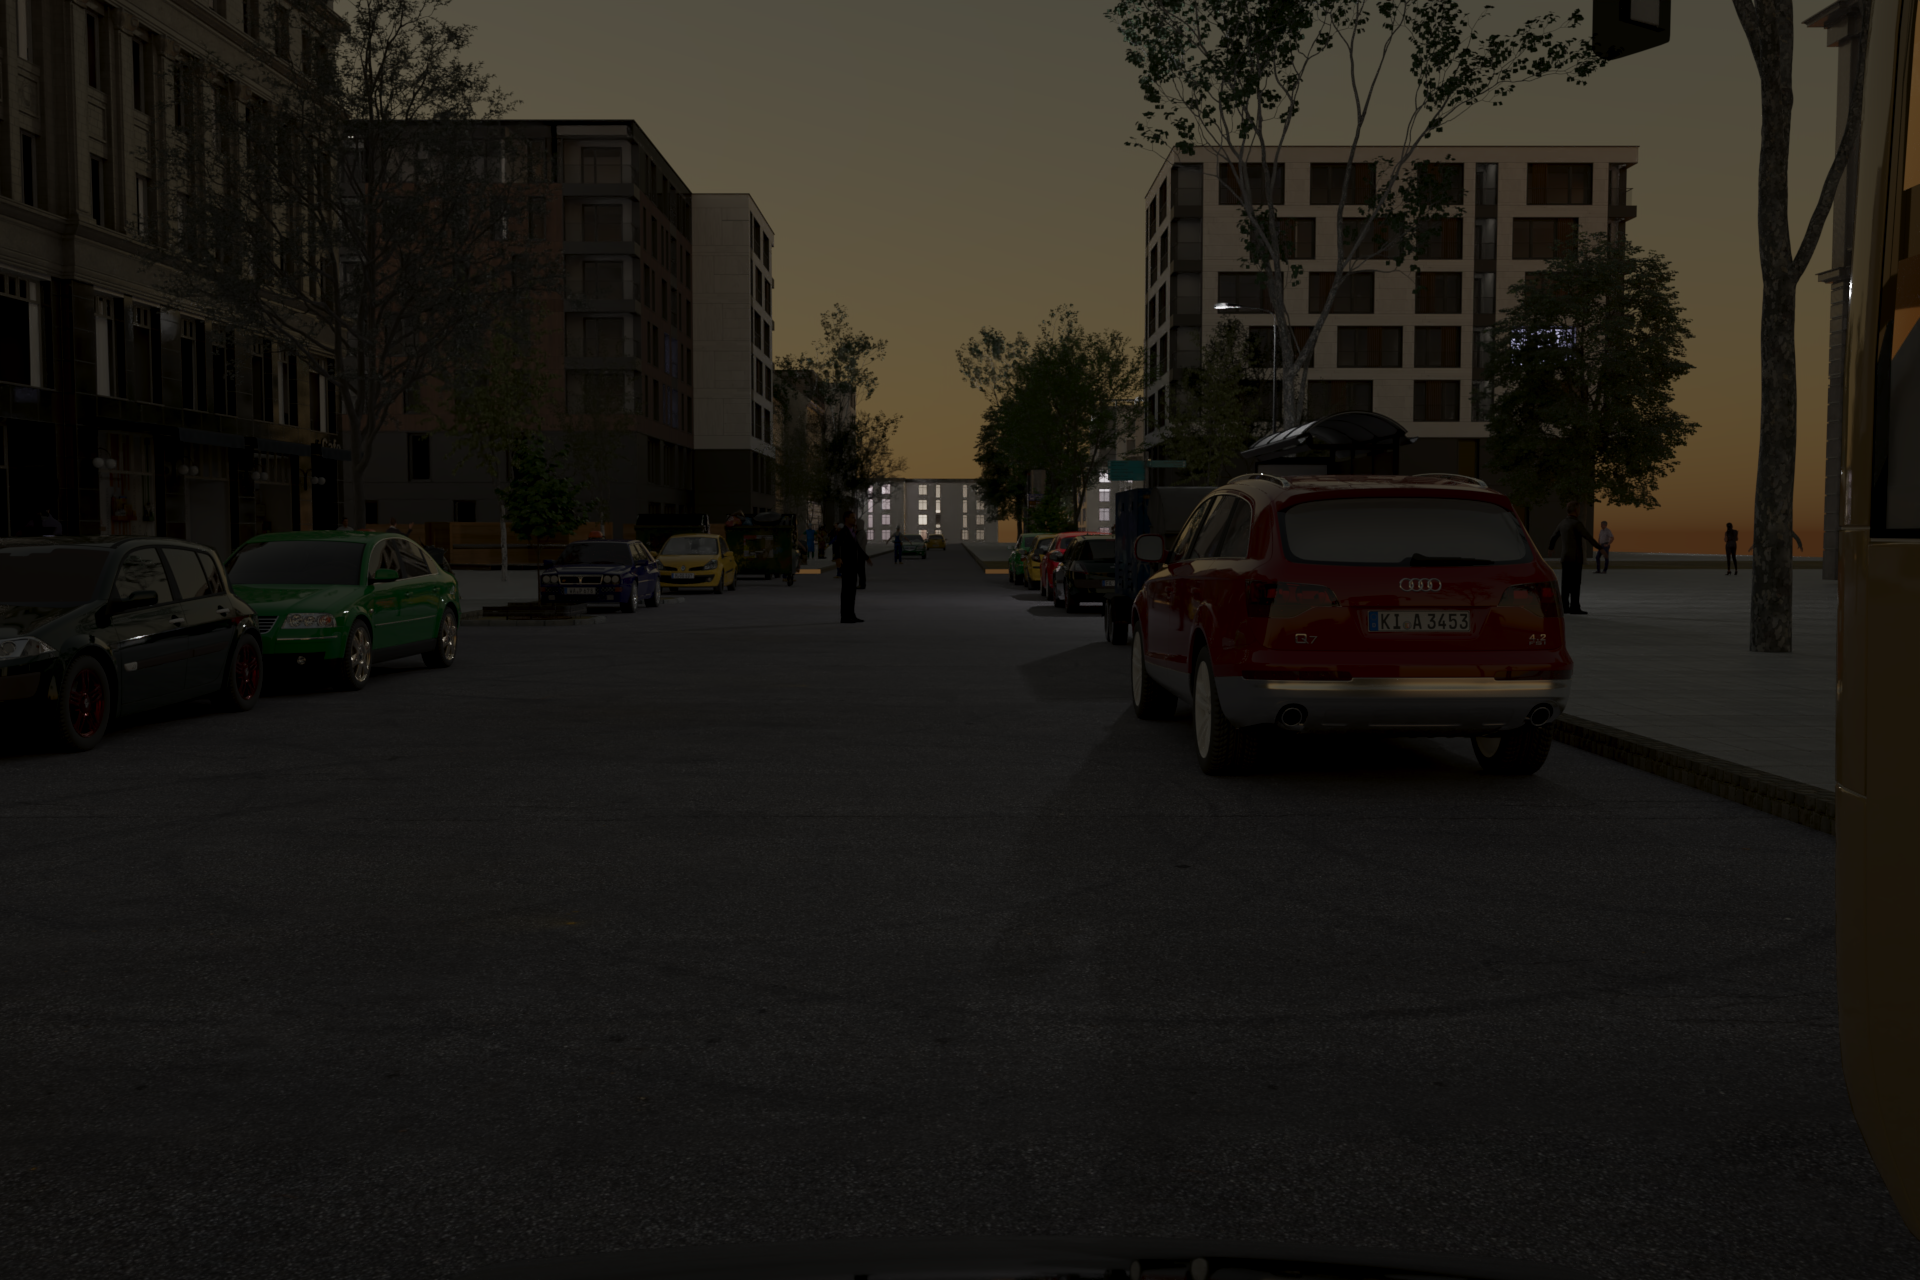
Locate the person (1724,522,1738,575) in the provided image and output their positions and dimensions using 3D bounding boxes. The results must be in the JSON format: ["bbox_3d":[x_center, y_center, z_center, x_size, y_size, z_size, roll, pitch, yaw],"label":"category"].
[{"bbox_3d":[24.033,-2.843,54.000,0.415,1.643,0.593,3,5,44],"label":"person"}]

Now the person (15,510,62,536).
[{"bbox_3d":[-13.022,-1.093,24.361,0.568,1.767,0.683,1,4,21],"label":"person"}]

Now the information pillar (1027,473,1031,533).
[{"bbox_3d":[3.184,-5.162,73.780,0.750,3.857,0.750,0,4,-1],"label":"information pillar"}]

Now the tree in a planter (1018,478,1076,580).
[{"bbox_3d":[2.772,-3.530,54.935,1.991,3.239,1.994,0,4,0],"label":"tree in a planter"}]

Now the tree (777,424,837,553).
[{"bbox_3d":[-10.009,-10.097,115.448,4.360,8.622,3.978,0,3,0],"label":"tree"}]

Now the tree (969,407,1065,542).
[{"bbox_3d":[5.390,-15.342,157.491,9.857,13.997,8.962,0,3,0],"label":"tree"}]

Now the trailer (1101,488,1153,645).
[{"bbox_3d":[2.648,-1.002,23.429,1.471,1.999,3.904,0,4,-1],"label":"trailer"}]

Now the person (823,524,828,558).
[{"bbox_3d":[-7.200,-5.195,91.076,1.345,1.843,0.704,2,4,31],"label":"person"}]

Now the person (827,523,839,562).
[{"bbox_3d":[-5.686,-4.510,79.878,0.704,1.812,1.346,-3,4,-36],"label":"person"}]

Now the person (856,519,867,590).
[{"bbox_3d":[-2.599,-2.221,44.895,0.705,1.813,1.348,1,4,9],"label":"person"}]

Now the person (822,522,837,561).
[{"bbox_3d":[-5.899,-4.685,82.371,1.354,1.856,0.705,-1,4,-18],"label":"person"}]

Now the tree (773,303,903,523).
[{"bbox_3d":[-11.099,-17.665,144.706,12.611,20.169,13.585,0,3,0],"label":"tree"}]

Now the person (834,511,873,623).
[{"bbox_3d":[-1.763,-1.178,27.942,0.704,1.802,1.346,1,4,20],"label":"person"}]

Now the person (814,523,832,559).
[{"bbox_3d":[-7.135,-5.106,89.243,0.705,1.858,1.354,3,5,42],"label":"person"}]

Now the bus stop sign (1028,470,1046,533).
[{"bbox_3d":[3.210,-5.026,71.198,0.837,3.901,0.837,0,3,0],"label":"bus stop sign"}]

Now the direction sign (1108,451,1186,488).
[{"bbox_3d":[6.033,-4.080,55.478,2.525,3.948,1.411,0,3,0],"label":"direction sign"}]

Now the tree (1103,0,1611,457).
[{"bbox_3d":[9.419,-11.499,43.896,12.611,20.169,13.585,0,3,0],"label":"tree"}]

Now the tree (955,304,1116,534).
[{"bbox_3d":[6.753,-17.453,141.250,12.611,20.169,13.585,0,3,0],"label":"tree"}]

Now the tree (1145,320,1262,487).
[{"bbox_3d":[8.657,-6.714,60.142,4.737,8.622,4.395,0,3,0],"label":"tree"}]

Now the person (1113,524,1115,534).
[{"bbox_3d":[7.628,-4.818,85.039,0.705,1.796,1.348,-1,4,-9],"label":"person"}]

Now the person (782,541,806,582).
[{"bbox_3d":[-5.173,-2.684,52.203,0.705,1.847,1.347,3,4,38],"label":"person"}]

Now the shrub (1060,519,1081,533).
[{"bbox_3d":[4.523,-4.230,73.581,1.690,2.028,1.600,0,3,0],"label":"shrub"}]

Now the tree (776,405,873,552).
[{"bbox_3d":[-10.168,-11.736,126.288,8.767,10.594,7.601,2,4,28],"label":"tree"}]

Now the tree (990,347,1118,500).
[{"bbox_3d":[5.194,-10.393,95.675,9.928,11.665,9.643,0,3,0],"label":"tree"}]

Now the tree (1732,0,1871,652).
[{"bbox_3d":[7.459,-9.907,17.864,12.611,20.169,13.585,0,3,0],"label":"tree"}]

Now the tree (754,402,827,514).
[{"bbox_3d":[-9.962,-9.010,97.679,4.360,8.622,3.978,0,3,0],"label":"tree"}]

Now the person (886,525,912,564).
[{"bbox_3d":[-2.944,-4.553,82.757,1.347,1.847,0.705,1,4,20],"label":"person"}]

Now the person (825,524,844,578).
[{"bbox_3d":[-3.928,-2.889,56.154,0.721,1.772,1.216,3,5,39],"label":"person"}]

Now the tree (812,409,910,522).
[{"bbox_3d":[-9.940,-15.816,168.956,12.009,13.543,11.850,0,3,0],"label":"tree"}]

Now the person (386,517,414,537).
[{"bbox_3d":[-14.771,-2.377,45.712,0.742,1.727,0.445,-1,4,-10],"label":"person"}]

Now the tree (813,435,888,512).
[{"bbox_3d":[-10.333,-13.656,157.687,8.767,10.594,7.601,2,4,30],"label":"tree"}]

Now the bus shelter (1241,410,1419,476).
[{"bbox_3d":[6.478,-2.272,31.072,2.014,3.302,5.546,0,3,0],"label":"bus shelter"}]

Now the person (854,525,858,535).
[{"bbox_3d":[-5.820,-5.541,96.784,1.347,1.806,0.705,1,4,9],"label":"person"}]

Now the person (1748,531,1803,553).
[{"bbox_3d":[16.514,-1.724,35.025,1.217,1.735,0.721,-1,4,-11],"label":"person"}]

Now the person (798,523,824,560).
[{"bbox_3d":[-7.545,-4.966,87.323,1.347,1.817,0.704,0,4,-1],"label":"person"}]

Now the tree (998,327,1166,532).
[{"bbox_3d":[5.899,-9.768,85.460,9.928,11.665,9.643,0,3,0],"label":"tree"}]

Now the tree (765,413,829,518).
[{"bbox_3d":[-10.061,-9.408,104.181,4.360,8.622,3.978,0,3,0],"label":"tree"}]

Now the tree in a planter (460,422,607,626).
[{"bbox_3d":[-6.793,-1.873,27.851,1.991,3.239,1.994,0,3,0],"label":"tree in a planter"}]

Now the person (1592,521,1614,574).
[{"bbox_3d":[20.841,-3.007,56.138,0.436,1.711,0.756,0,4,-7],"label":"person"}]

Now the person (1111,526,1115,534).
[{"bbox_3d":[8.811,-5.747,100.762,0.721,1.733,1.217,2,4,31],"label":"person"}]

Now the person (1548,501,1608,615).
[{"bbox_3d":[9.831,-1.319,27.746,0.705,1.807,1.348,-1,4,-20],"label":"person"}]

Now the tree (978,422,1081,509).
[{"bbox_3d":[5.382,-11.956,129.894,8.767,10.594,7.601,0,4,7],"label":"tree"}]

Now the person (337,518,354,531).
[{"bbox_3d":[-19.934,-3.062,56.226,1.344,1.810,0.704,-2,4,-35],"label":"person"}]
